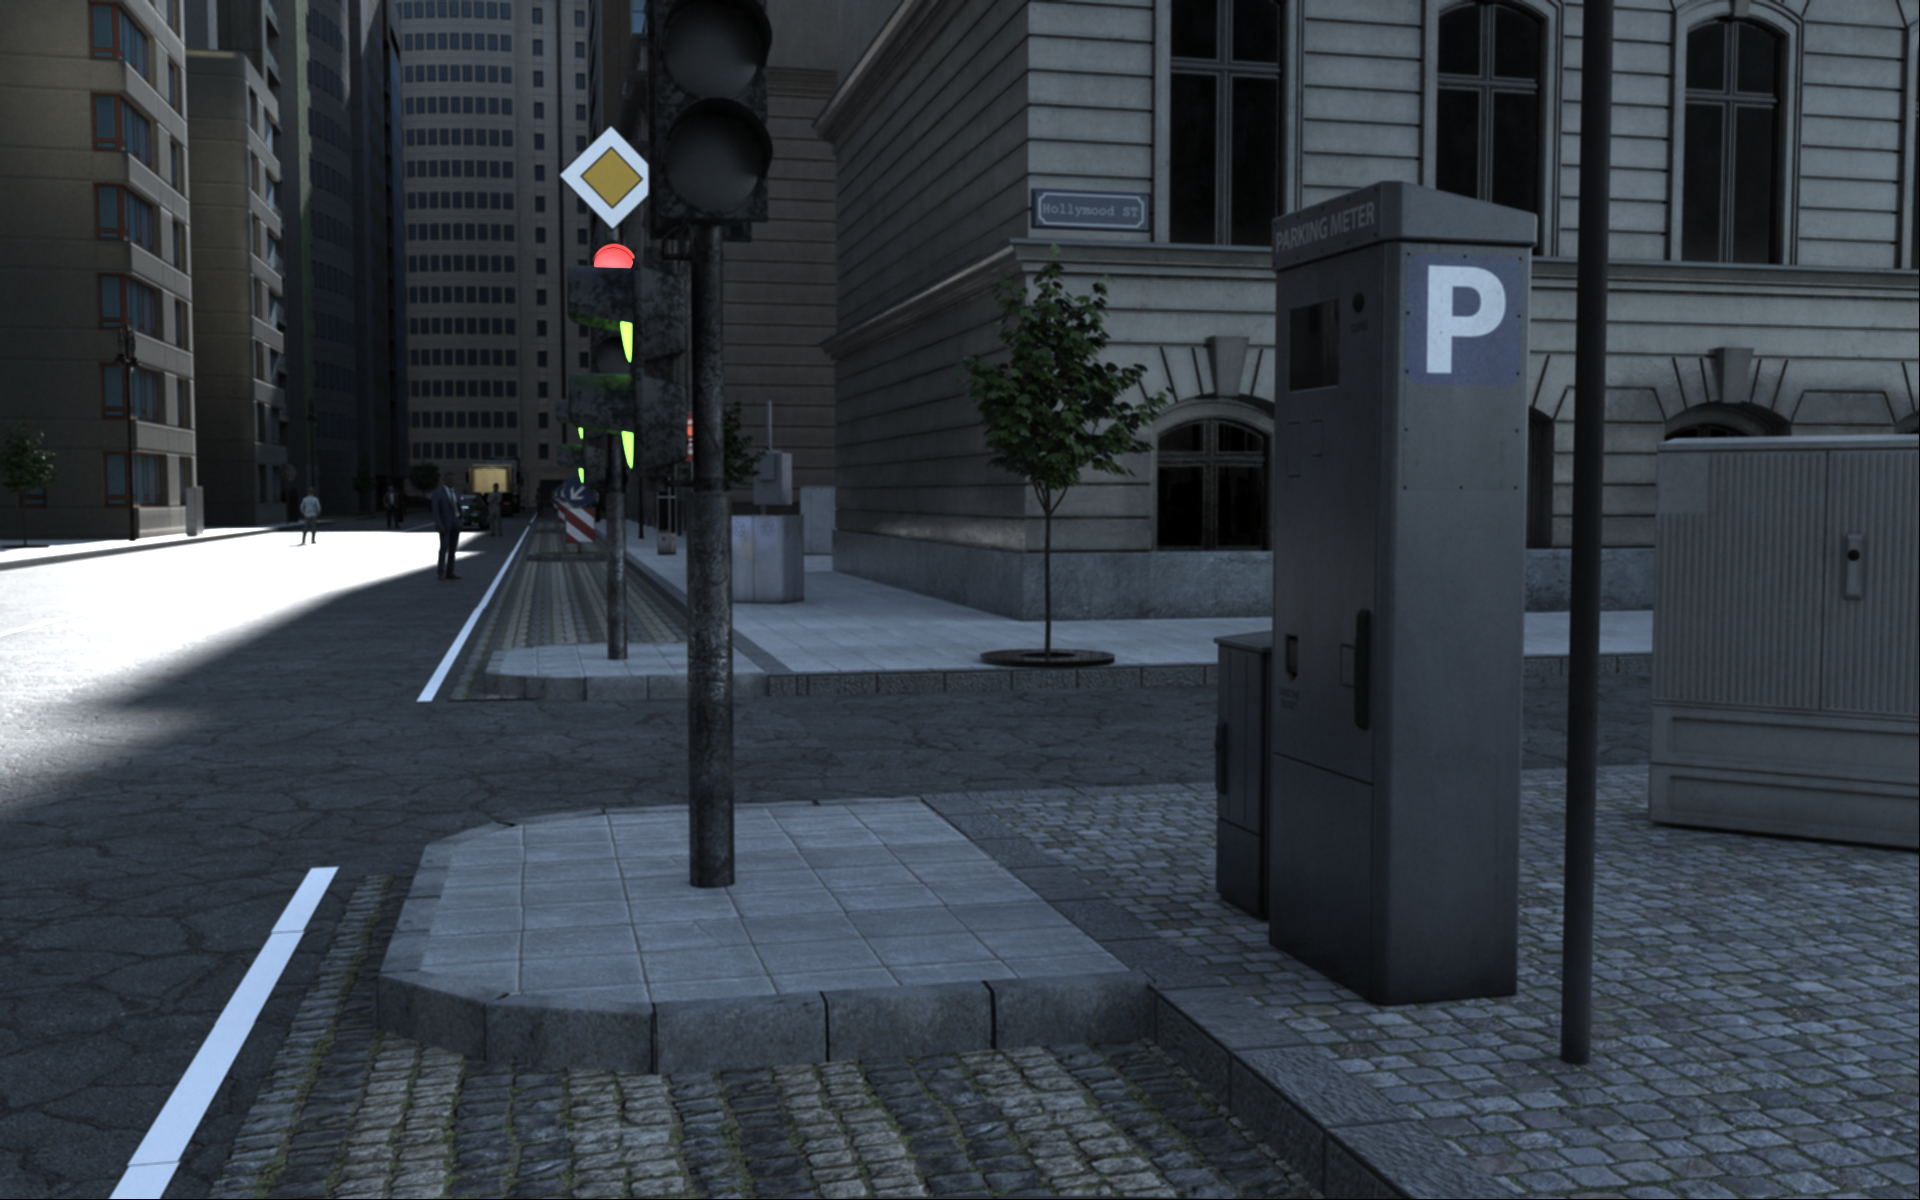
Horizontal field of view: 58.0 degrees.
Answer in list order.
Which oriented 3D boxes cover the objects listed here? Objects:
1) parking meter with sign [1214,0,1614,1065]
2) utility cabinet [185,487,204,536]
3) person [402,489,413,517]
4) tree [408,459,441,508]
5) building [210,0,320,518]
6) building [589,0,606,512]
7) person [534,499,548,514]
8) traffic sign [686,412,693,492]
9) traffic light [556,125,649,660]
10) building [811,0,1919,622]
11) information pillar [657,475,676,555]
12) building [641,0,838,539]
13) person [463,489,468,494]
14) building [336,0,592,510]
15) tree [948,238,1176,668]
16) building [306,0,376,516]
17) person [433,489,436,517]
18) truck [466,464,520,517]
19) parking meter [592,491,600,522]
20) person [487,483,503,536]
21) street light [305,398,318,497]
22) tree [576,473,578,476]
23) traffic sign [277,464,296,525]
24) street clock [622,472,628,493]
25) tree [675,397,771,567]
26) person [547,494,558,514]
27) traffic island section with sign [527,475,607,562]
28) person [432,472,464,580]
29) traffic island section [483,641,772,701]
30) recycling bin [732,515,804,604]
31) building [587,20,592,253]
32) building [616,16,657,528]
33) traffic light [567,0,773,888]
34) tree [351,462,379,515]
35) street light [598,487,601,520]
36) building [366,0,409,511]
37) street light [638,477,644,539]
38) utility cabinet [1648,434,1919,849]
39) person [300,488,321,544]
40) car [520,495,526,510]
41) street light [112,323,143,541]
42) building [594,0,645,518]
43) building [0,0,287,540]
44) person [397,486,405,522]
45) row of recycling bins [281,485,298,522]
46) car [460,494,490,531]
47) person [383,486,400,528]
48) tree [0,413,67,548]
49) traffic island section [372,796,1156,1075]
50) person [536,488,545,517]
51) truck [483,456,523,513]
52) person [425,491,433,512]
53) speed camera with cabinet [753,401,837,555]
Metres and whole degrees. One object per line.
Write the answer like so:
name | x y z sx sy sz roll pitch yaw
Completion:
parking meter with sign | 1.177 -0.512 4.626 0.543 3.016 1.738 -1 4 -15
utility cabinet | -23.314 -2.694 52.733 0.318 1.500 1.173 -1 4 -14
person | -35.078 -6.117 109.038 1.217 1.766 0.721 -1 4 -11
tree | -49.263 -10.744 159.375 4.285 4.588 4.351 0 3 0
building | -41.383 -24.748 88.231 14.154 41.232 14.086 -1 4 -13
building | -18.134 -31.428 137.546 21.300 48.544 21.600 -1 4 -13
person | -30.604 -7.007 126.323 1.065 1.426 0.557 -1 4 -10
traffic sign | -4.170 -1.647 27.032 0.768 2.556 0.104 -1 4 -9
traffic light | -2.684 -1.495 13.357 0.839 4.253 0.868 -1 4 -13
building | 15.907 -12.630 25.581 34.723 24.649 14.460 -1 4 -13
information pillar | -6.213 -1.968 36.662 0.304 2.012 0.304 1 4 16
building | -2.982 -15.626 52.744 12.463 27.353 25.104 -1 4 -13
person | -40.061 -8.053 140.263 1.348 1.812 0.705 0 4 -1
building | -47.009 -38.845 177.109 28.212 58.520 21.231 -1 4 -13
tree | 0.808 -1.137 13.189 1.663 3.219 1.824 0 3 0
building | -49.211 -34.590 107.544 21.231 58.520 28.212 -1 4 -13
person | -32.669 -6.080 108.437 0.750 1.759 0.617 1 4 10
truck | -29.918 -7.025 110.777 3.469 3.379 9.791 -1 4 -14
parking meter | -16.741 -4.354 79.591 0.372 1.533 0.369 0 3 0
person | -15.870 -3.083 59.083 0.511 1.800 0.466 0 4 -7
street light | -31.130 -6.758 83.280 0.468 5.910 1.993 -1 4 -13
tree | -34.960 -10.014 158.328 1.663 3.219 1.824 0 3 0
traffic sign | -28.194 -4.431 72.555 0.768 2.556 0.104 -1 4 -10
street clock | -10.991 -3.152 56.103 0.358 2.002 0.471 2 4 30
tree | -4.048 -2.145 29.669 1.663 3.219 1.824 0 3 0
person | -29.172 -6.894 124.400 0.628 1.438 0.799 2 4 30
traffic island section with sign | -8.337 -1.761 37.415 1.989 1.847 2.006 -1 4 -13
person | -8.623 -1.251 29.143 0.419 1.800 0.721 2 4 26
traffic island section | -2.642 0.538 13.481 2.009 0.180 2.903 -1 4 -13
recycling bin | -2.310 -0.492 20.606 0.722 1.027 0.722 1 4 17
building | -25.892 -28.814 154.703 14.154 41.232 14.086 -1 4 -13
building | -8.451 -14.375 76.830 13.314 21.916 24.055 -1 4 -13
traffic light | -0.835 -1.019 5.588 0.839 4.253 0.868 -1 4 -13
tree | -36.361 -6.807 105.900 1.663 3.219 1.824 0 3 0
street light | -17.912 -6.911 85.783 0.468 5.910 1.993 -1 4 -13
building | -54.986 -30.371 146.677 14.200 45.320 14.600 -1 4 -13
street light | -9.200 -4.710 49.798 0.468 5.910 1.993 -1 4 -13
utility cabinet | 3.212 0.138 6.415 1.173 1.500 0.318 2 4 34
person | -18.670 -2.417 49.823 0.589 1.601 0.330 0 4 2
car | -39.945 -8.735 155.184 2.083 1.381 4.827 -1 4 -15
street light | -22.572 -4.543 47.071 0.468 5.910 1.993 -1 4 -13
building | -13.546 -27.441 98.771 14.600 45.320 14.200 -1 4 -13
building | -40.119 -13.112 59.423 27.650 21.520 28.899 -1 4 -13
person | -28.393 -4.846 87.688 0.705 1.831 1.348 0 4 6
row of recycling bins | -31.853 -4.362 78.437 3.534 1.692 1.069 -1 4 -16
car | -19.804 -3.511 69.202 2.131 1.459 4.920 -1 4 -12
person | -23.833 -3.903 72.712 0.661 1.777 0.834 -3 5 -40
tree | -22.306 -2.855 41.283 1.663 3.219 1.824 0 3 0
traffic island section | -0.794 1.013 5.712 2.009 0.180 2.903 -1 4 -13
person | -26.632 -6.189 109.698 0.705 1.824 1.348 -2 4 -32
truck | -35.453 -8.900 134.431 2.839 4.237 11.283 -1 4 -13
person | -41.949 -7.799 136.945 0.756 1.711 0.436 -3 4 -36
speed camera with cabinet | -3.329 -2.590 36.684 2.038 3.252 0.660 1 4 17
